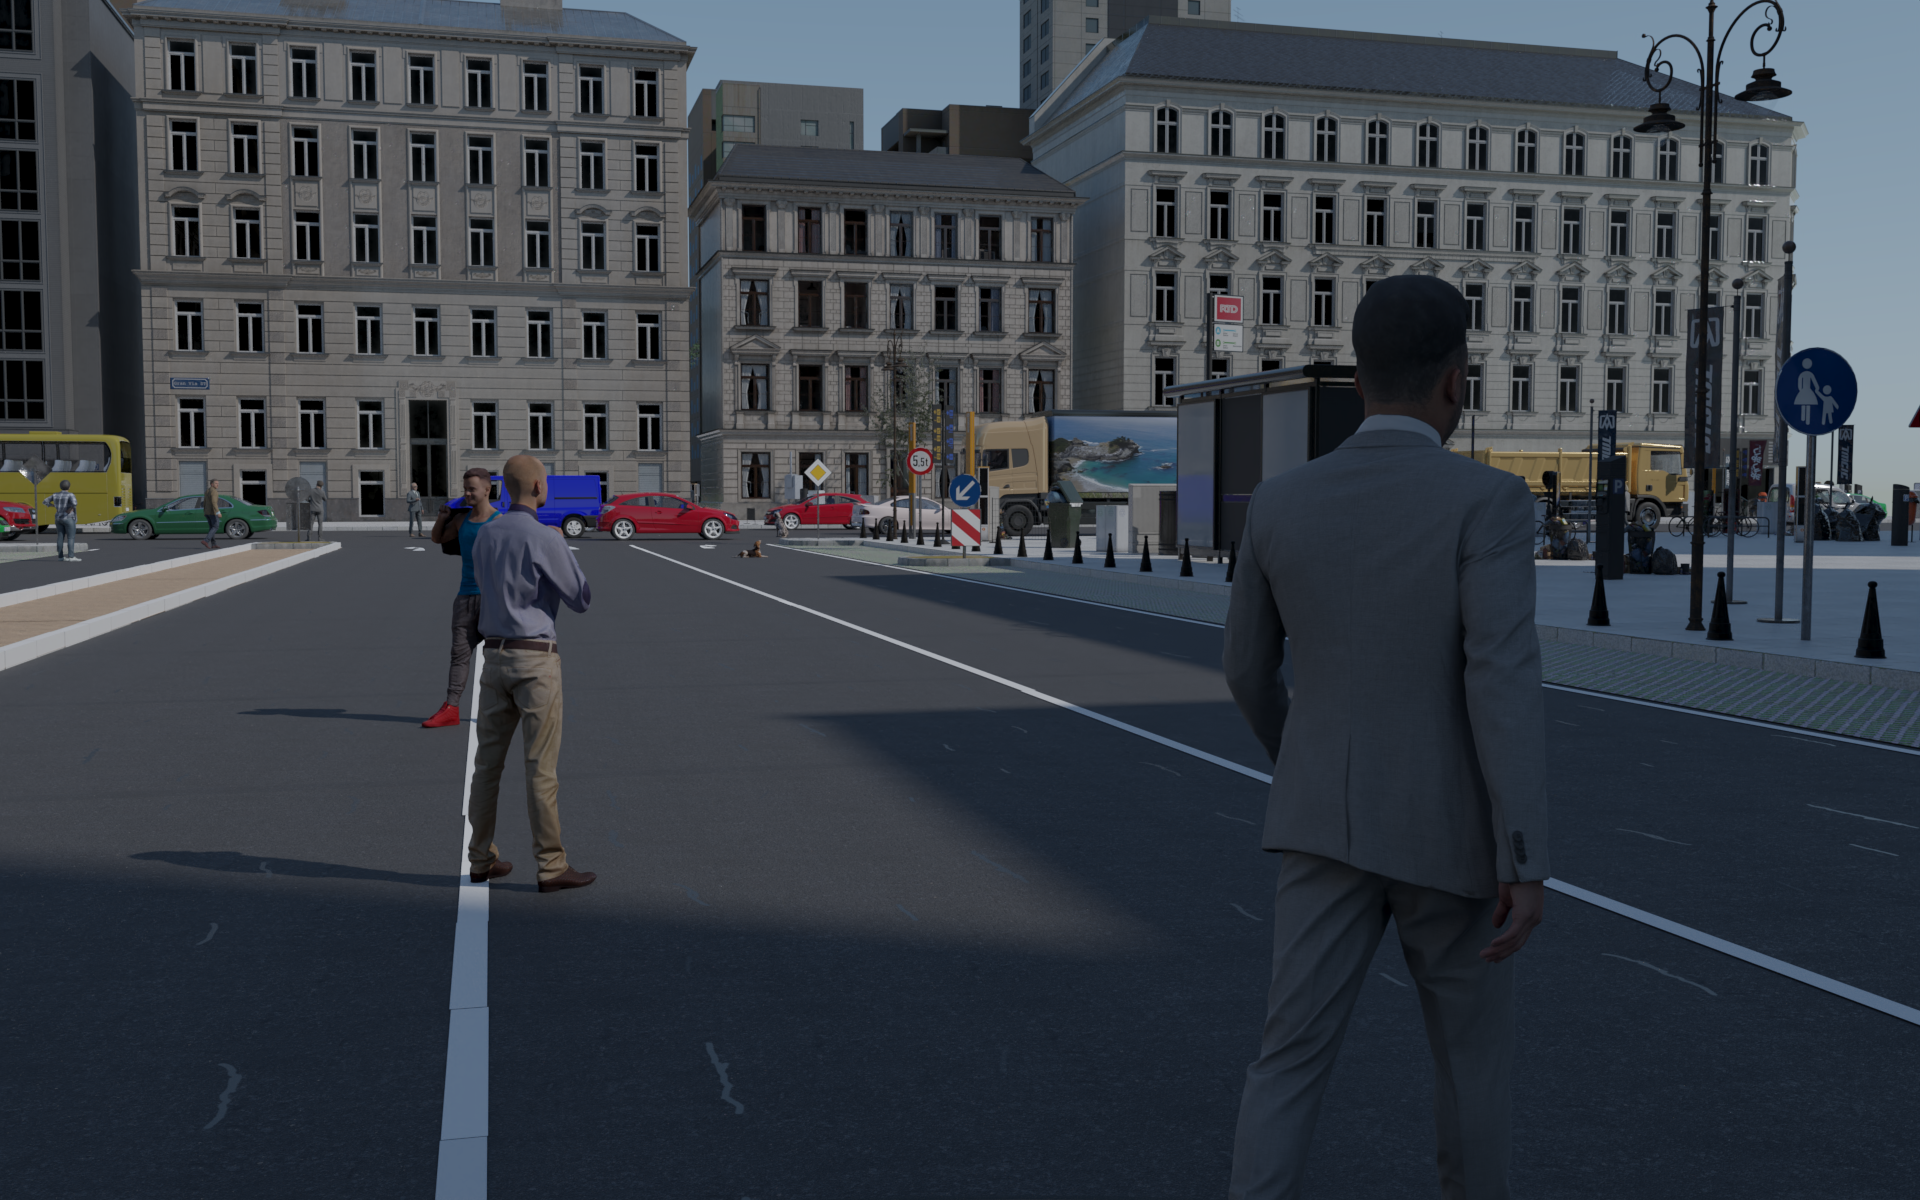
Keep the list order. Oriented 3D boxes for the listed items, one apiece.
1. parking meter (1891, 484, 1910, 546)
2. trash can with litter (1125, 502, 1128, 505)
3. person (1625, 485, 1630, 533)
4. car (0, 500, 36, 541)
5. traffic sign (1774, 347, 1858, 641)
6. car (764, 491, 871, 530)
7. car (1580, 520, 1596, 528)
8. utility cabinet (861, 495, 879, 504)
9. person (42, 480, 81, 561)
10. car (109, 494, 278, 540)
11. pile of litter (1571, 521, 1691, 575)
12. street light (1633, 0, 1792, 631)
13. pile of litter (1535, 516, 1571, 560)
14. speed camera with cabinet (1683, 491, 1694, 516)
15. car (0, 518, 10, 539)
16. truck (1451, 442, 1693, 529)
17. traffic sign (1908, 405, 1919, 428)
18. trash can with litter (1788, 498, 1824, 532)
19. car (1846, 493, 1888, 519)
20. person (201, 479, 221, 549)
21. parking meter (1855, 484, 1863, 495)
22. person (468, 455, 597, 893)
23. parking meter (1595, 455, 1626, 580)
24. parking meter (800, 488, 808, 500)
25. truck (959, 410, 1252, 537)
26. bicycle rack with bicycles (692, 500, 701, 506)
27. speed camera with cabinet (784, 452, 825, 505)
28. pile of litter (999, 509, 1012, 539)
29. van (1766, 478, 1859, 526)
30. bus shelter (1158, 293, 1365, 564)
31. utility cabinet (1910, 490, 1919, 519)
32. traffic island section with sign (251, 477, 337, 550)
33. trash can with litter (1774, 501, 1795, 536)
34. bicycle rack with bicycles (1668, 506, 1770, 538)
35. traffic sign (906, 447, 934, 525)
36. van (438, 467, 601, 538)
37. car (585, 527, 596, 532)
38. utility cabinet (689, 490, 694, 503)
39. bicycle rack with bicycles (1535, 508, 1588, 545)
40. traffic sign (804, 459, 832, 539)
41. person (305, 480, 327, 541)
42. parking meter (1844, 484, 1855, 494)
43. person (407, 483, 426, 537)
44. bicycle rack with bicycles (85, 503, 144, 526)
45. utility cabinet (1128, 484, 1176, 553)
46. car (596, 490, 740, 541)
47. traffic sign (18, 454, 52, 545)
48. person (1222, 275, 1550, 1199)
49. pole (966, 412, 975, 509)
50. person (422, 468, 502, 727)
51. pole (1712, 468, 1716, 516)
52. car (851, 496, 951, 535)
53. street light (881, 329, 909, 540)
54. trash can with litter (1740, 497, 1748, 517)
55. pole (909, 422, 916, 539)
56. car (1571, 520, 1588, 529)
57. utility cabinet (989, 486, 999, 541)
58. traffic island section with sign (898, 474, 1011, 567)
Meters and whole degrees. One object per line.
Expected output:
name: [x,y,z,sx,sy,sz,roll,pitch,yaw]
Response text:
parking meter: [23.274,-2.107,42.864,0.372,1.533,0.369,0,3,0]
trash can with litter: [4.857,-2.351,49.830,0.624,1.170,1.055,-1,4,-21]
person: [23.273,-3.186,60.776,0.709,1.800,0.728,-2,4,-34]
car: [-30.943,-2.682,52.520,5.304,1.827,2.281,-1,4,-15]
traffic sign: [7.425,-0.919,15.127,0.768,2.556,0.104,0,4,-7]
car: [-5.677,-3.712,69.736,4.494,1.783,2.155,-1,4,-16]
car: [25.173,-3.815,74.731,4.827,1.381,2.083,-1,4,-14]
utility cabinet: [-4.050,-4.017,76.836,0.306,1.237,1.020,-3,5,-45]
person: [-19.096,-1.695,36.940,0.841,1.734,0.376,1,4,19]
car: [-24.332,-2.644,55.036,4.920,1.459,2.131,-1,4,-15]
pile of litter: [11.022,-0.858,27.999,1.176,0.858,1.719,-3,5,-42]
street light: [6.928,-2.651,16.135,0.468,5.910,1.993,-1,4,-15]
pile of litter: [11.824,-1.224,33.980,1.176,0.858,1.719,-3,4,-36]
speed camera with cabinet: [39.678,-6.207,95.812,2.038,3.252,0.660,0,4,3]
car: [-28.369,-2.327,46.846,4.718,1.807,1.959,-1,4,-15]
truck: [23.411,-4.247,65.366,9.791,3.379,3.469,-1,4,-16]
traffic sign: [8.033,-0.856,14.004,0.884,2.594,0.081,-1,4,-9]
trash can with litter: [27.442,-2.742,56.221,0.624,1.170,1.055,-3,5,-43]
car: [40.635,-4.378,80.377,4.718,1.807,1.959,-1,4,-14]
person: [-19.600,-2.262,45.394,0.656,1.842,0.836,1,4,10]
parking meter: [51.146,-5.683,98.630,0.399,1.863,0.255,0,4,-5]
person: [-1.595,0.258,6.343,0.516,1.574,0.319,2,4,32]
parking meter: [9.743,-1.238,25.959,0.399,1.863,0.255,-2,4,-28]
parking meter: [-6.904,-4.175,76.678,0.372,1.533,0.369,0,3,0]
truck: [4.970,-4.293,59.106,11.283,4.237,2.839,-1,4,-14]
bicycle rack with bicycles: [-20.235,-7.372,133.916,2.852,0.926,2.925,0,4,2]
speed camera with cabinet: [-7.213,-5.267,80.454,2.038,3.252,0.660,3,4,36]
pile of litter: [0.885,-2.181,49.623,1.176,0.858,1.719,-1,4,-11]
van: [32.870,-3.610,66.034,4.112,2.044,2.013,-1,4,-13]
bus shelter: [5.394,-3.347,32.359,2.179,5.291,8.768,-1,4,-15]
utility cabinet: [48.754,-4.903,88.835,1.173,1.500,0.318,1,4,15]
traffic island section with sign: [-17.484,-2.291,45.587,2.006,1.907,1.989,-1,4,-15]
trash can with litter: [26.068,-2.592,53.436,1.678,1.210,2.233,3,4,36]
bicycle rack with bicycles: [22.662,-2.346,51.747,2.925,0.926,2.852,0,4,1]
traffic sign: [-1.078,-2.869,47.018,0.768,2.556,0.104,-1,4,-9]
van: [-14.257,-3.171,56.238,5.245,2.365,2.240,-1,4,-15]
car: [-15.272,-3.229,65.380,3.894,1.354,1.945,-1,4,-15]
utility cabinet: [-16.828,-5.929,105.614,1.173,1.500,0.318,-2,4,-25]
bicycle rack with bicycles: [14.595,-1.902,44.476,2.925,0.926,2.852,-2,4,-34]
traffic sign: [-4.010,-2.768,48.897,0.795,2.450,0.064,-1,4,-15]
person: [-19.507,-2.698,52.415,0.655,1.846,0.447,-1,4,-17]
parking meter: [49.759,-5.590,97.109,0.255,1.863,0.399,-1,4,-17]
person: [-18.193,-3.016,57.995,0.590,1.801,0.661,2,4,27]
bicycle rack with bicycles: [-34.399,-3.507,70.715,2.852,0.926,2.925,-2,4,-32]
utility cabinet: [4.227,-1.748,37.252,1.173,1.500,0.318,-1,4,-13]
car: [-9.156,-2.774,54.400,4.494,1.783,2.155,-1,4,-14]
traffic sign: [-23.316,-2.450,43.707,0.795,2.450,0.064,-1,4,-15]
person: [0.698,0.361,2.876,0.678,1.792,0.850,3,5,42]
pole: [0.251,-3.001,42.915,0.158,3.312,0.155,0,3,0]
person: [-3.073,-0.028,10.820,0.647,1.594,0.662,1,4,14]
pole: [38.979,-5.855,89.566,0.158,3.312,0.155,0,3,0]
car: [-1.518,-3.064,62.454,4.827,1.381,2.083,-1,4,-17]
street light: [-1.838,-4.649,48.795,0.468,5.910,1.993,-1,4,-15]
trash can with litter: [43.618,-5.168,95.889,1.055,1.170,0.624,1,4,20]
pole: [-1.363,-3.398,49.403,0.158,3.312,0.155,0,3,0]
car: [23.621,-3.555,70.699,3.894,1.354,1.945,-1,4,-15]
utility cabinet: [0.771,-2.380,47.587,0.318,1.500,1.173,-1,4,-17]
traffic island section with sign: [-0.198,-1.611,34.961,1.989,1.847,2.006,-1,4,-15]
